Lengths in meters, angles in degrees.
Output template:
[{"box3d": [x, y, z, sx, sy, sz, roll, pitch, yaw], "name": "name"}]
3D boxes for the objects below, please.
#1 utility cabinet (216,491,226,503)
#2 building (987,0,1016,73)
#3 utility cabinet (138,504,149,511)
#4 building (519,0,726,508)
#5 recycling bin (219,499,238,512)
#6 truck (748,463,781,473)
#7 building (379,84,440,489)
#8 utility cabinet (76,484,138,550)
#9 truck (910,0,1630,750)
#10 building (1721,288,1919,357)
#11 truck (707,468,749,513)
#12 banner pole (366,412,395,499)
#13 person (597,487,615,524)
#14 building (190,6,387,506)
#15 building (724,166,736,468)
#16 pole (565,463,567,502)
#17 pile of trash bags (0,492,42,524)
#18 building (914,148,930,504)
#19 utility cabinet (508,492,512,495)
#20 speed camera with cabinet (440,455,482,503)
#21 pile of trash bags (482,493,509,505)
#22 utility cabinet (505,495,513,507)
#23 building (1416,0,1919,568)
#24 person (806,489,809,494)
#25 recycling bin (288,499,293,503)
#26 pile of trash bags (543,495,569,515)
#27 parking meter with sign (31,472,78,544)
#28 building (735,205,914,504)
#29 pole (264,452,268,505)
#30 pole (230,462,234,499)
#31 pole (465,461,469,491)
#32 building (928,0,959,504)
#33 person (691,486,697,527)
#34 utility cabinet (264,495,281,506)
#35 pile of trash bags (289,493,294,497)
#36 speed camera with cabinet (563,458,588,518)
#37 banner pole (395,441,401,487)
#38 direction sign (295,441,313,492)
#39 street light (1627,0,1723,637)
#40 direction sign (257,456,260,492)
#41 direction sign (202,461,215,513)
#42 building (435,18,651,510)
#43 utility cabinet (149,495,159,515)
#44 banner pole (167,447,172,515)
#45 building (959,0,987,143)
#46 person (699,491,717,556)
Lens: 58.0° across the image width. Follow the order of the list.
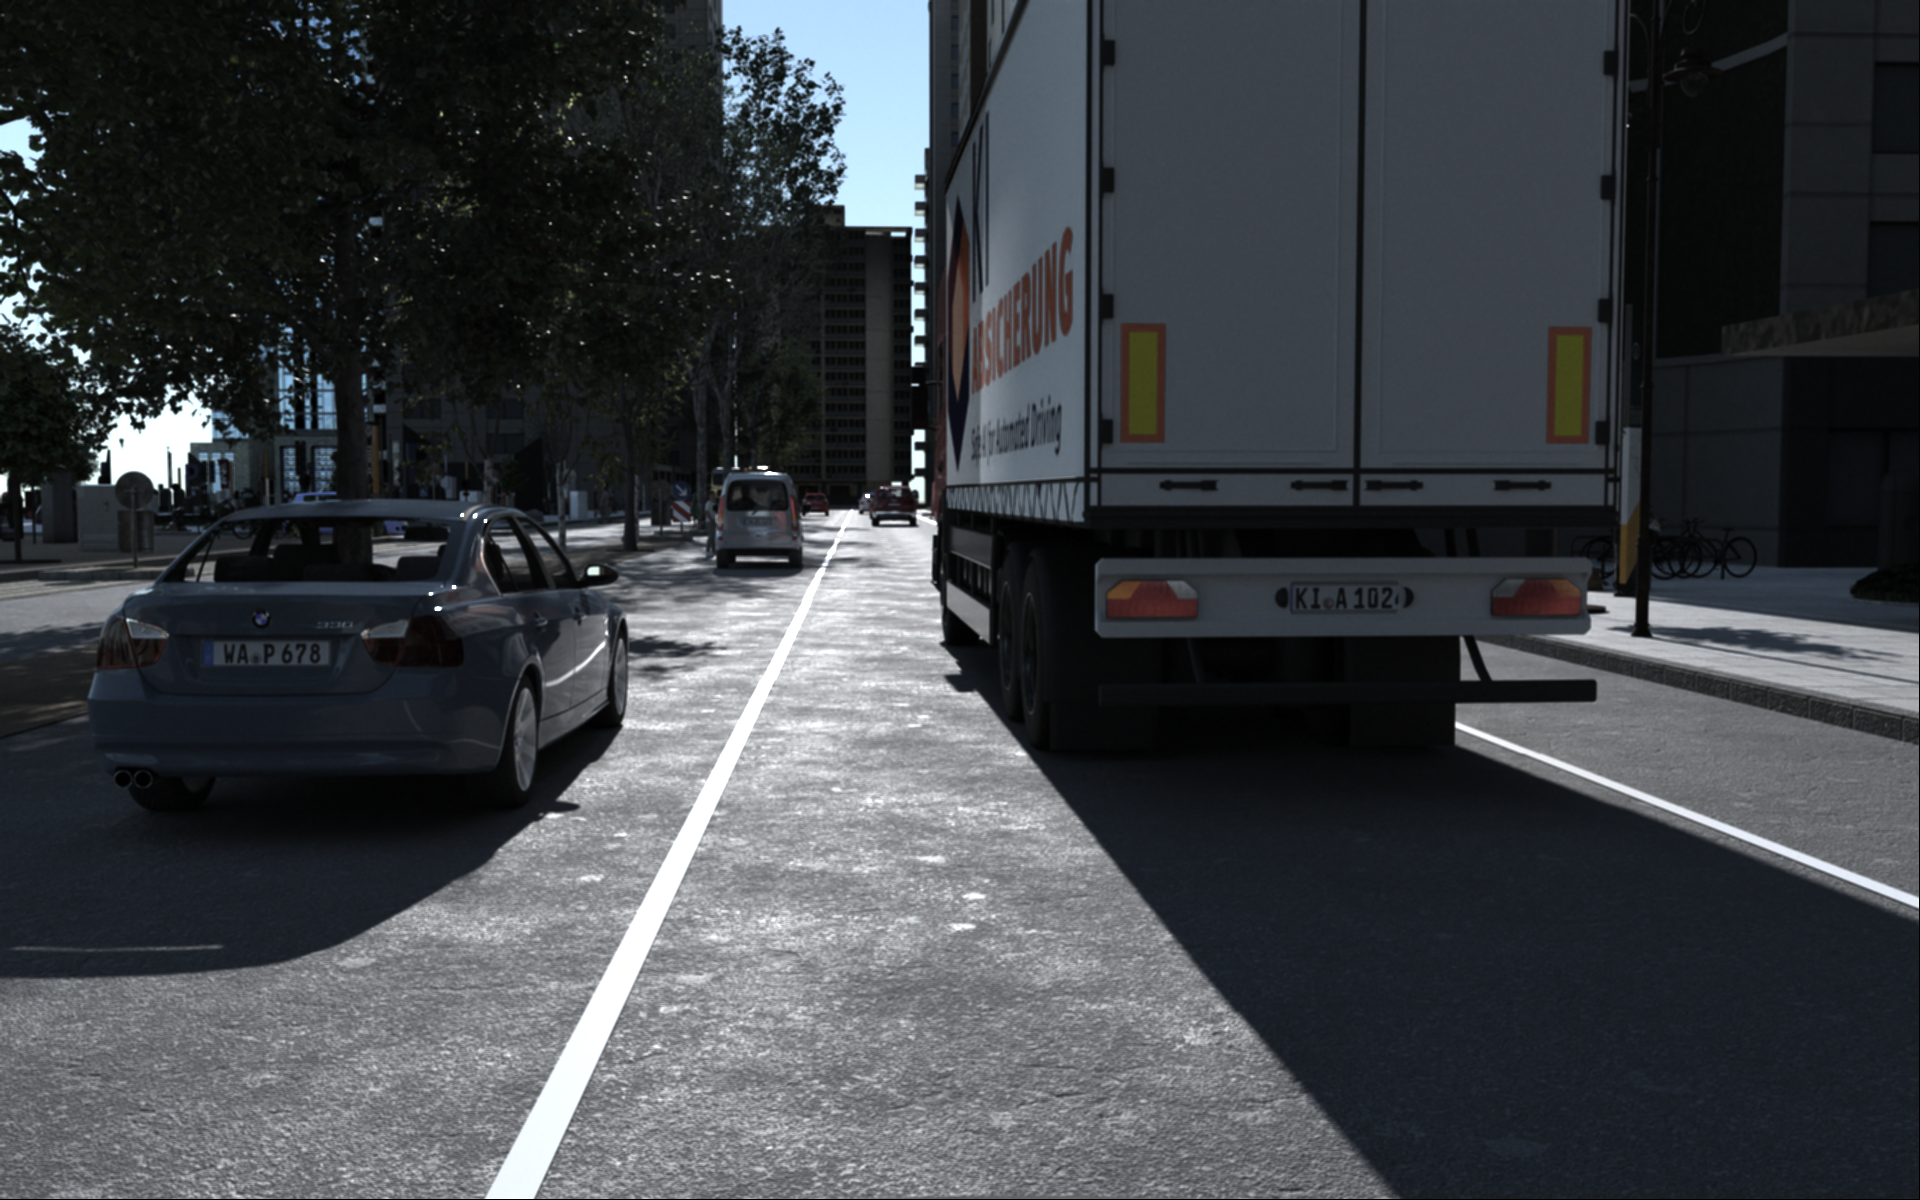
[{"box3d": [-50.311, -6.682, 117.930, 0.318, 1.500, 1.173, 0, 4, -6], "name": "utility cabinet"}, {"box3d": [15.873, -31.273, 100.558, 28.713, 52.752, 27.495, 0, 4, -3], "name": "building"}, {"box3d": [-40.036, -4.634, 84.438, 1.173, 1.500, 0.318, 2, 4, 32], "name": "utility cabinet"}, {"box3d": [-37.959, -46.464, 197.939, 20.611, 71.187, 20.563, 0, 4, -3], "name": "building"}, {"box3d": [-34.846, -4.278, 82.502, 0.722, 1.027, 0.722, -1, 4, -12], "name": "recycling bin"}, {"box3d": [-17.957, -10.365, 158.377, 2.839, 4.237, 11.283, 0, 4, -2], "name": "truck"}, {"box3d": [-34.922, -43.123, 143.319, 20.563, 71.187, 20.611, 0, 4, -3], "name": "building"}, {"box3d": [-19.254, -1.857, 39.036, 1.173, 1.500, 0.318, 0, 4, 3], "name": "utility cabinet"}, {"box3d": [1.273, -1.477, 13.058, 2.839, 4.237, 11.283, 0, 4, -5], "name": "truck"}, {"box3d": [19.350, -21.299, 2.863, 22.147, 44.769, 28.867, 0, 4, -3], "name": "building"}, {"box3d": [-17.164, -8.257, 130.933, 3.469, 3.379, 9.791, 0, 4, -2], "name": "truck"}, {"box3d": [-17.753, -3.824, 52.534, 0.863, 3.779, 0.401, -3, 5, -42], "name": "banner pole"}, {"box3d": [-17.030, -4.554, 83.234, 0.850, 1.792, 0.678, 0, 4, 5], "name": "person"}, {"box3d": [-81.282, -55.862, 226.008, 31.000, 86.520, 22.319, 0, 4, -3], "name": "building"}, {"box3d": [-36.918, -35.203, 225.685, 14.200, 45.320, 14.600, 0, 4, -3], "name": "building"}, {"box3d": [-26.041, -7.373, 114.395, 0.158, 3.312, 0.155, 0, 3, 0], "name": "pole"}, {"box3d": [-38.736, -3.894, 73.415, 3.447, 1.369, 1.912, -3, 5, -40], "name": "pile of trash bags"}, {"box3d": [9.050, -37.517, 233.009, 30.456, 49.044, 23.786, 0, 4, -3], "name": "building"}, {"box3d": [-32.727, -7.197, 126.349, 0.318, 1.500, 1.173, -1, 4, -18], "name": "utility cabinet"}, {"box3d": [-25.373, -5.732, 88.056, 2.038, 3.252, 0.660, 0, 4, 8], "name": "speed camera with cabinet"}, {"box3d": [-27.651, -5.613, 101.520, 1.912, 1.369, 3.447, 2, 4, 30], "name": "pile of trash bags"}, {"box3d": [-24.117, -5.046, 93.660, 0.306, 1.237, 1.020, 2, 4, 32], "name": "utility cabinet"}, {"box3d": [15.430, -36.698, 38.260, 20.563, 71.187, 20.611, 0, 4, -3], "name": "building"}, {"box3d": [-11.518, -7.436, 130.095, 0.388, 1.821, 0.555, 0, 4, -7], "name": "person"}, {"box3d": [-37.517, -5.108, 96.066, 0.722, 1.027, 0.722, 2, 4, 31], "name": "recycling bin"}, {"box3d": [-24.578, -5.875, 105.814, 1.912, 1.369, 3.447, 1, 4, 21], "name": "pile of trash bags"}, {"box3d": [-23.570, -2.995, 45.236, 0.543, 3.016, 1.738, 1, 4, 16], "name": "parking meter with sign"}, {"box3d": [-18.345, -33.247, 235.464, 23.993, 40.220, 32.217, 0, 4, -3], "name": "building"}, {"box3d": [-33.756, -5.534, 84.316, 0.158, 3.312, 0.155, 0, 3, 0], "name": "pole"}, {"box3d": [-47.800, -7.300, 113.204, 0.158, 3.312, 0.155, 0, 3, 0], "name": "pole"}, {"box3d": [-30.460, -6.922, 107.024, 0.158, 3.312, 0.155, 0, 3, 0], "name": "pole"}, {"box3d": [7.015, -40.061, 196.994, 21.231, 58.520, 28.212, 0, 4, -3], "name": "building"}, {"box3d": [-11.260, -4.004, 74.217, 0.529, 1.795, 0.600, 2, 4, 29], "name": "person"}, {"box3d": [-37.402, -5.096, 94.485, 0.306, 1.237, 1.020, 3, 5, 40], "name": "utility cabinet"}, {"box3d": [-46.991, -6.787, 120.715, 1.912, 1.369, 3.447, -2, 4, -31], "name": "pile of trash bags"}, {"box3d": [-20.646, -6.015, 92.686, 0.660, 3.252, 2.038, -3, 4, -39], "name": "speed camera with cabinet"}, {"box3d": [-23.429, -4.996, 71.703, 0.863, 3.779, 0.401, 3, 4, 36], "name": "banner pole"}, {"box3d": [-28.106, -5.010, 73.903, 0.379, 3.537, 0.876, 0, 4, 7], "name": "direction sign"}, {"box3d": [6.146, -2.609, 15.440, 0.468, 5.910, 1.993, 0, 4, -3], "name": "street light"}, {"box3d": [-42.252, -6.874, 104.386, 0.379, 3.537, 0.876, -1, 4, -14], "name": "direction sign"}, {"box3d": [-51.405, -7.740, 118.542, 0.379, 3.537, 0.876, 3, 5, 41], "name": "direction sign"}, {"box3d": [-36.509, -44.378, 163.834, 20.563, 71.187, 20.611, 0, 4, -3], "name": "building"}, {"box3d": [-46.411, -5.406, 99.542, 0.306, 1.237, 1.020, 0, 4, -1], "name": "utility cabinet"}, {"box3d": [-41.669, -6.199, 91.377, 0.401, 3.779, 0.863, -1, 4, -10], "name": "banner pole"}, {"box3d": [7.201, -29.298, 129.128, 14.600, 45.320, 14.200, 0, 4, -3], "name": "building"}, {"box3d": [-5.799, -1.793, 40.419, 0.523, 1.515, 0.503, -1, 4, -22], "name": "person"}]
